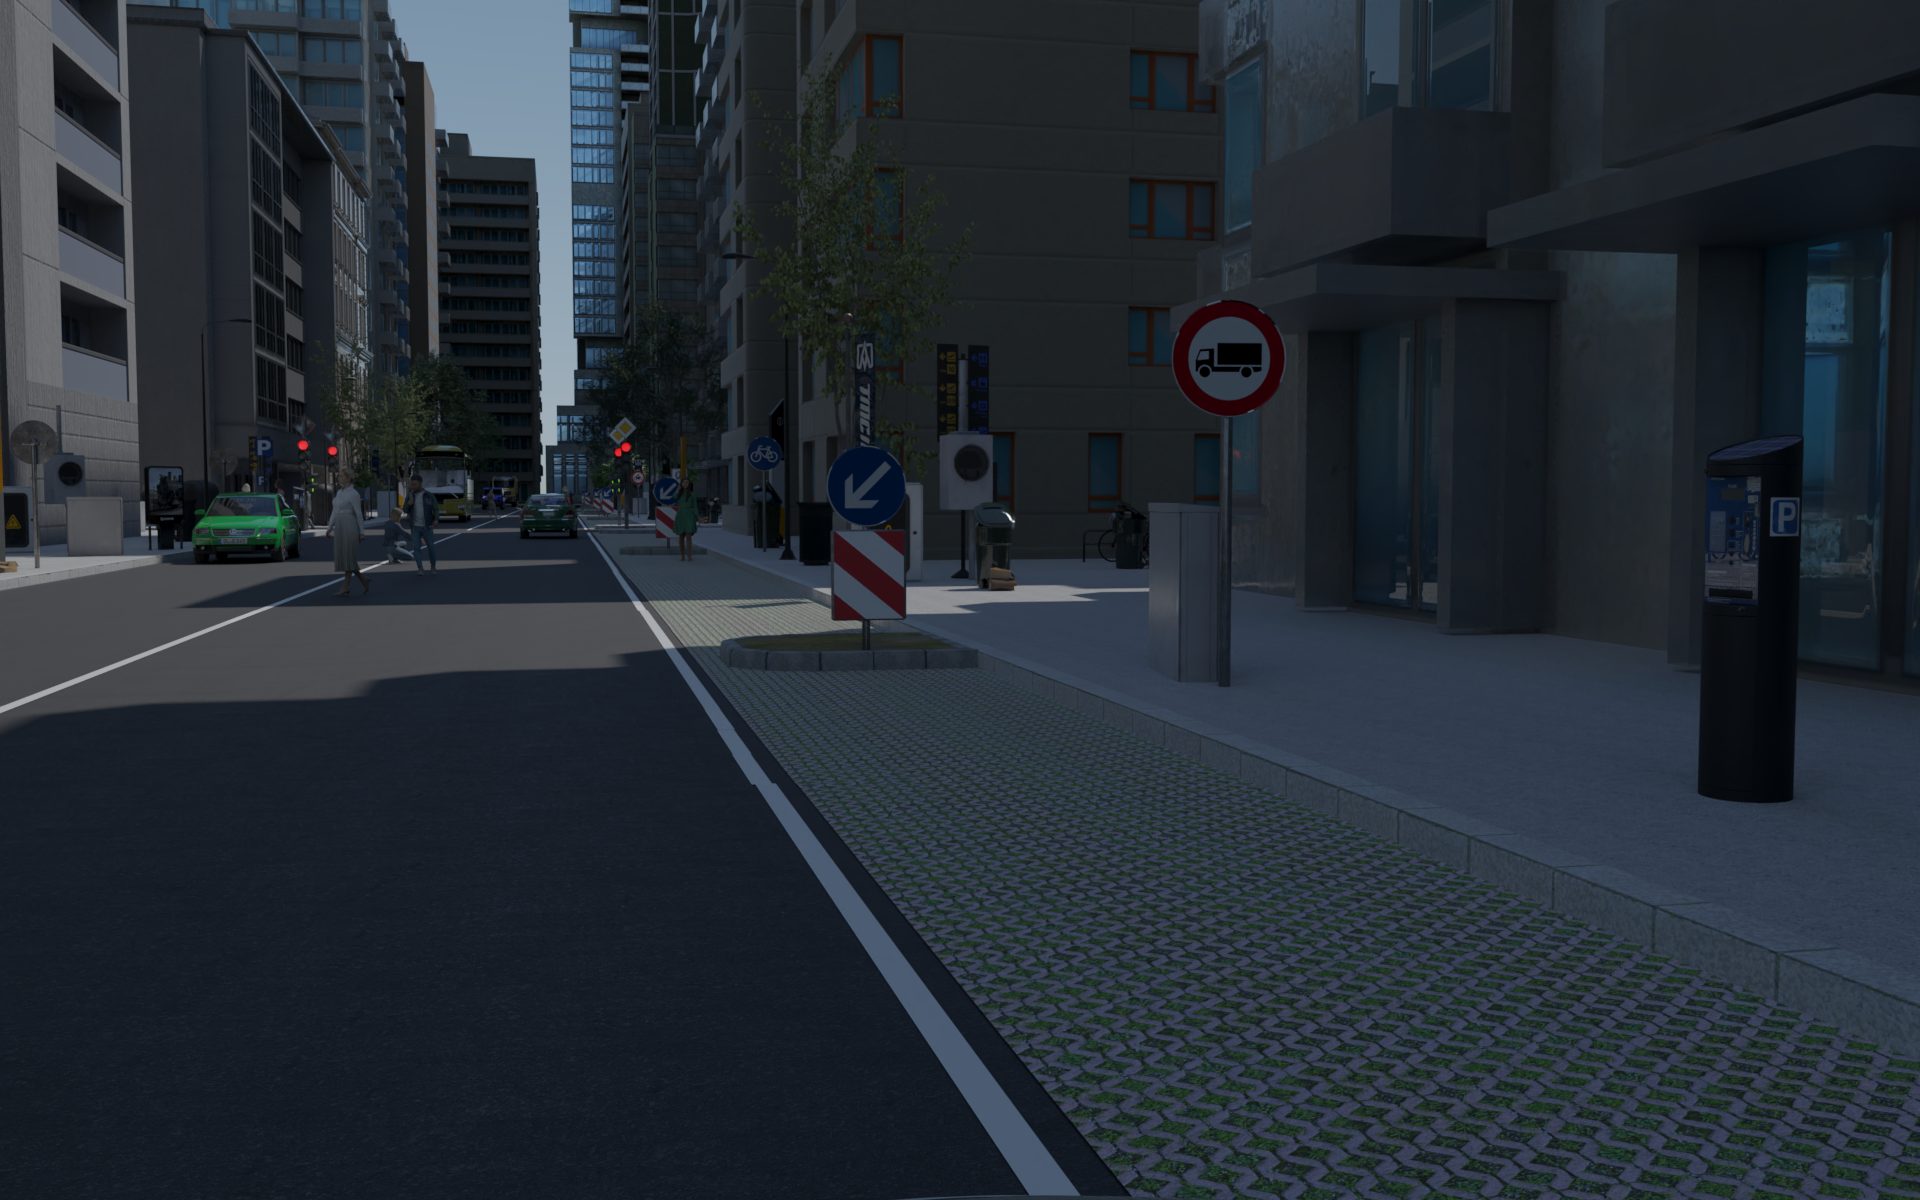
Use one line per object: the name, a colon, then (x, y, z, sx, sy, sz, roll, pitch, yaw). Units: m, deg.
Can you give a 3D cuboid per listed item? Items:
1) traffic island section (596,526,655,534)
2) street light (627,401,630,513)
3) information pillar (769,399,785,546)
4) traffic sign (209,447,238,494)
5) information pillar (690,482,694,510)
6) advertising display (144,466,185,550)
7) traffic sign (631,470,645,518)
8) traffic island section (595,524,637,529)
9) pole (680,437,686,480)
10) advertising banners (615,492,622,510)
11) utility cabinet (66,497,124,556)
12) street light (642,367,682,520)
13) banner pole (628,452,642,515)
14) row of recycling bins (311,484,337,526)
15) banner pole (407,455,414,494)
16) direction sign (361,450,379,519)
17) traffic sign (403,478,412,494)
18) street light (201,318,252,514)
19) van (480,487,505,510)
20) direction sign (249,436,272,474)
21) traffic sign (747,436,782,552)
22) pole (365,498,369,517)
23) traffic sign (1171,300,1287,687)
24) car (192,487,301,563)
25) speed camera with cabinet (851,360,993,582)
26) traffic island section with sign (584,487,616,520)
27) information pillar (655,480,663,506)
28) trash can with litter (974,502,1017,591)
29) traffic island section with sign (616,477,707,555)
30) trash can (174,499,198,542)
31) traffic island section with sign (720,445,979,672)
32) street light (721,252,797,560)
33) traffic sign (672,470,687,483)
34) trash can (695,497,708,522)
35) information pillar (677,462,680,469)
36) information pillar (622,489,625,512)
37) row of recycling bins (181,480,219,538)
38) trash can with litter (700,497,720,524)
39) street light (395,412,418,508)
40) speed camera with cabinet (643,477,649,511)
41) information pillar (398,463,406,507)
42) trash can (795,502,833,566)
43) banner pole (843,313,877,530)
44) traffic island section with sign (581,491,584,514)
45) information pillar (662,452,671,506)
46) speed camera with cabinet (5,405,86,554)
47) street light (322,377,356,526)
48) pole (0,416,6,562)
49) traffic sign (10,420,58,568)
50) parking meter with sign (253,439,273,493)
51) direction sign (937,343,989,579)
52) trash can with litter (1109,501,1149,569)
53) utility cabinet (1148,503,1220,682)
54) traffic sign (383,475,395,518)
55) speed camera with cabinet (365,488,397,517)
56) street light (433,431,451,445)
traffic island section: (-12.150, -2.506, 63.246, 2.009, 0.180, 2.903, -1, 4, -13)
street light: (-16.026, -6.959, 86.326, 1.470, 5.913, 1.316, -1, 4, -13)
information pillar: (-4.494, -3.132, 42.571, 0.183, 3.616, 0.504, 3, 4, 36)
traffic sign: (-20.131, -2.890, 47.362, 0.768, 2.556, 0.104, 0, 4, -4)
information pillar: (-16.299, -6.130, 104.719, 0.304, 2.012, 0.304, -3, 5, -44)
advertising display: (-18.300, -2.119, 39.861, 0.123, 1.923, 0.974, 2, 4, 26)
traffic sign: (-17.353, -5.709, 93.440, 0.768, 2.556, 0.104, 0, 4, -4)
traffic island section: (-13.940, -2.982, 71.029, 2.009, 0.180, 2.903, -1, 4, -13)
pole: (-9.833, -4.146, 61.626, 0.158, 3.312, 0.155, 0, 3, 0)
advertising banners: (-26.836, -8.602, 136.828, 0.090, 3.025, 2.074, -2, 4, -35)
utility cabinet: (-17.938, -1.515, 35.930, 1.020, 1.237, 0.306, -1, 4, -22)
street light: (-10.752, -5.558, 63.420, 1.470, 5.913, 1.316, -1, 4, -13)
banner pole: (-19.412, -6.954, 103.718, 0.863, 3.779, 0.401, 0, 4, 6)
row of recycling bins: (-25.995, -3.926, 71.302, 1.069, 1.692, 3.534, -1, 4, -12)
banner pole: (-35.614, -7.472, 112.181, 0.401, 3.779, 0.863, 1, 4, 22)
direction sign: (-30.214, -5.920, 88.789, 0.876, 3.537, 0.379, 0, 3, 0)
traffic sign: (-34.872, -6.559, 109.373, 0.606, 2.300, 0.079, 0, 4, -5)
street light: (-19.361, -4.476, 45.719, 1.470, 5.913, 1.316, -1, 4, -13)
van: (-42.739, -9.431, 158.576, 2.240, 2.365, 5.245, -1, 4, -13)
direction sign: (-27.343, -4.632, 67.726, 0.876, 3.537, 0.379, 0, 4, 2)
traffic sign: (-4.319, -2.333, 38.253, 0.768, 2.556, 0.104, 0, 4, -5)
pole: (-33.749, -6.400, 98.490, 0.158, 3.312, 0.155, 0, 3, 0)
traffic sign: (1.763, -0.695, 11.467, 0.768, 2.556, 0.104, 0, 4, -4)
car: (-15.420, -1.758, 37.543, 1.959, 1.807, 4.718, -1, 4, -15)
speed camera with cabinet: (-0.569, -1.897, 25.350, 2.038, 3.252, 0.660, -1, 4, -16)
traffic island section with sign: (-19.455, -5.283, 95.005, 1.989, 1.847, 2.006, -1, 4, -13)
information pillar: (-15.595, -5.212, 89.707, 0.304, 2.012, 0.304, -2, 4, -25)
trash can with litter: (0.553, -0.731, 23.347, 0.624, 1.170, 1.055, -1, 4, -13)
traffic island section with sign: (-7.106, -1.998, 41.292, 1.989, 1.847, 2.006, -1, 4, -13)
trash can: (-20.924, -2.143, 46.684, 0.748, 1.137, 0.748, 0, 3, 0)
traffic island section with sign: (-1.032, -0.382, 14.876, 1.989, 1.847, 2.006, -1, 4, -13)
street light: (-3.896, -3.733, 33.584, 1.470, 5.913, 1.316, -1, 4, -13)
traffic sign: (-11.438, -4.192, 70.674, 0.606, 2.300, 0.079, -1, 4, -8)
trash can: (-12.160, -4.237, 80.936, 0.748, 1.137, 0.748, 0, 3, 0)
information pillar: (-20.590, -8.316, 127.322, 0.504, 3.616, 0.183, -3, 4, -37)
information pillar: (-23.930, -8.083, 123.509, 0.183, 3.616, 0.504, 3, 4, 37)
row of recycling bins: (-22.308, -2.656, 50.546, 1.069, 1.692, 3.534, -2, 4, -30)
trash can with litter: (-10.844, -3.867, 74.614, 1.055, 1.170, 0.624, 3, 4, 38)
street light: (-31.449, -7.691, 98.292, 1.470, 5.913, 1.316, -1, 4, -13)
speed camera with cabinet: (-24.073, -8.504, 133.373, 0.660, 3.252, 2.038, -1, 4, -8)
information pillar: (-38.985, -7.936, 121.109, 0.504, 3.616, 0.183, -2, 4, -27)
trash can: (-2.590, -1.192, 31.149, 0.748, 1.137, 0.748, 0, 3, 0)
banner pole: (-1.404, -2.074, 23.923, 0.401, 3.779, 0.863, -3, 5, -40)
traffic island section with sign: (-25.588, -6.913, 121.649, 1.989, 1.847, 2.006, -1, 4, -13)
information pillar: (-16.241, -6.391, 95.840, 0.504, 3.616, 0.183, 1, 4, 17)
speed camera with cabinet: (-20.303, -2.666, 37.919, 0.660, 3.252, 2.038, 3, 4, 37)
street light: (-24.699, -5.895, 68.919, 1.470, 5.913, 1.316, -1, 4, -13)
pole: (-16.854, -2.228, 30.265, 0.158, 3.312, 0.155, 0, 3, 0)
traffic sign: (-15.945, -1.820, 29.855, 0.768, 2.556, 0.104, -1, 4, -9)
parking meter with sign: (-22.452, -3.637, 55.721, 0.543, 3.016, 1.738, -2, 4, -27)
direction sign: (0.047, -2.099, 26.316, 0.876, 3.537, 0.379, -2, 4, -27)
trash can with litter: (3.128, -1.127, 29.822, 1.055, 1.170, 0.624, -1, 4, -13)
utility cabinet: (1.586, -0.068, 12.281, 0.306, 1.237, 1.020, 0, 4, -6)
traffic sign: (-30.293, -5.493, 91.934, 0.606, 2.300, 0.079, -1, 4, -12)
speed camera with cabinet: (-32.543, -6.257, 96.635, 2.038, 3.252, 0.660, -1, 4, -10)
street light: (-38.072, -9.462, 127.252, 1.470, 5.913, 1.316, -1, 4, -13)
